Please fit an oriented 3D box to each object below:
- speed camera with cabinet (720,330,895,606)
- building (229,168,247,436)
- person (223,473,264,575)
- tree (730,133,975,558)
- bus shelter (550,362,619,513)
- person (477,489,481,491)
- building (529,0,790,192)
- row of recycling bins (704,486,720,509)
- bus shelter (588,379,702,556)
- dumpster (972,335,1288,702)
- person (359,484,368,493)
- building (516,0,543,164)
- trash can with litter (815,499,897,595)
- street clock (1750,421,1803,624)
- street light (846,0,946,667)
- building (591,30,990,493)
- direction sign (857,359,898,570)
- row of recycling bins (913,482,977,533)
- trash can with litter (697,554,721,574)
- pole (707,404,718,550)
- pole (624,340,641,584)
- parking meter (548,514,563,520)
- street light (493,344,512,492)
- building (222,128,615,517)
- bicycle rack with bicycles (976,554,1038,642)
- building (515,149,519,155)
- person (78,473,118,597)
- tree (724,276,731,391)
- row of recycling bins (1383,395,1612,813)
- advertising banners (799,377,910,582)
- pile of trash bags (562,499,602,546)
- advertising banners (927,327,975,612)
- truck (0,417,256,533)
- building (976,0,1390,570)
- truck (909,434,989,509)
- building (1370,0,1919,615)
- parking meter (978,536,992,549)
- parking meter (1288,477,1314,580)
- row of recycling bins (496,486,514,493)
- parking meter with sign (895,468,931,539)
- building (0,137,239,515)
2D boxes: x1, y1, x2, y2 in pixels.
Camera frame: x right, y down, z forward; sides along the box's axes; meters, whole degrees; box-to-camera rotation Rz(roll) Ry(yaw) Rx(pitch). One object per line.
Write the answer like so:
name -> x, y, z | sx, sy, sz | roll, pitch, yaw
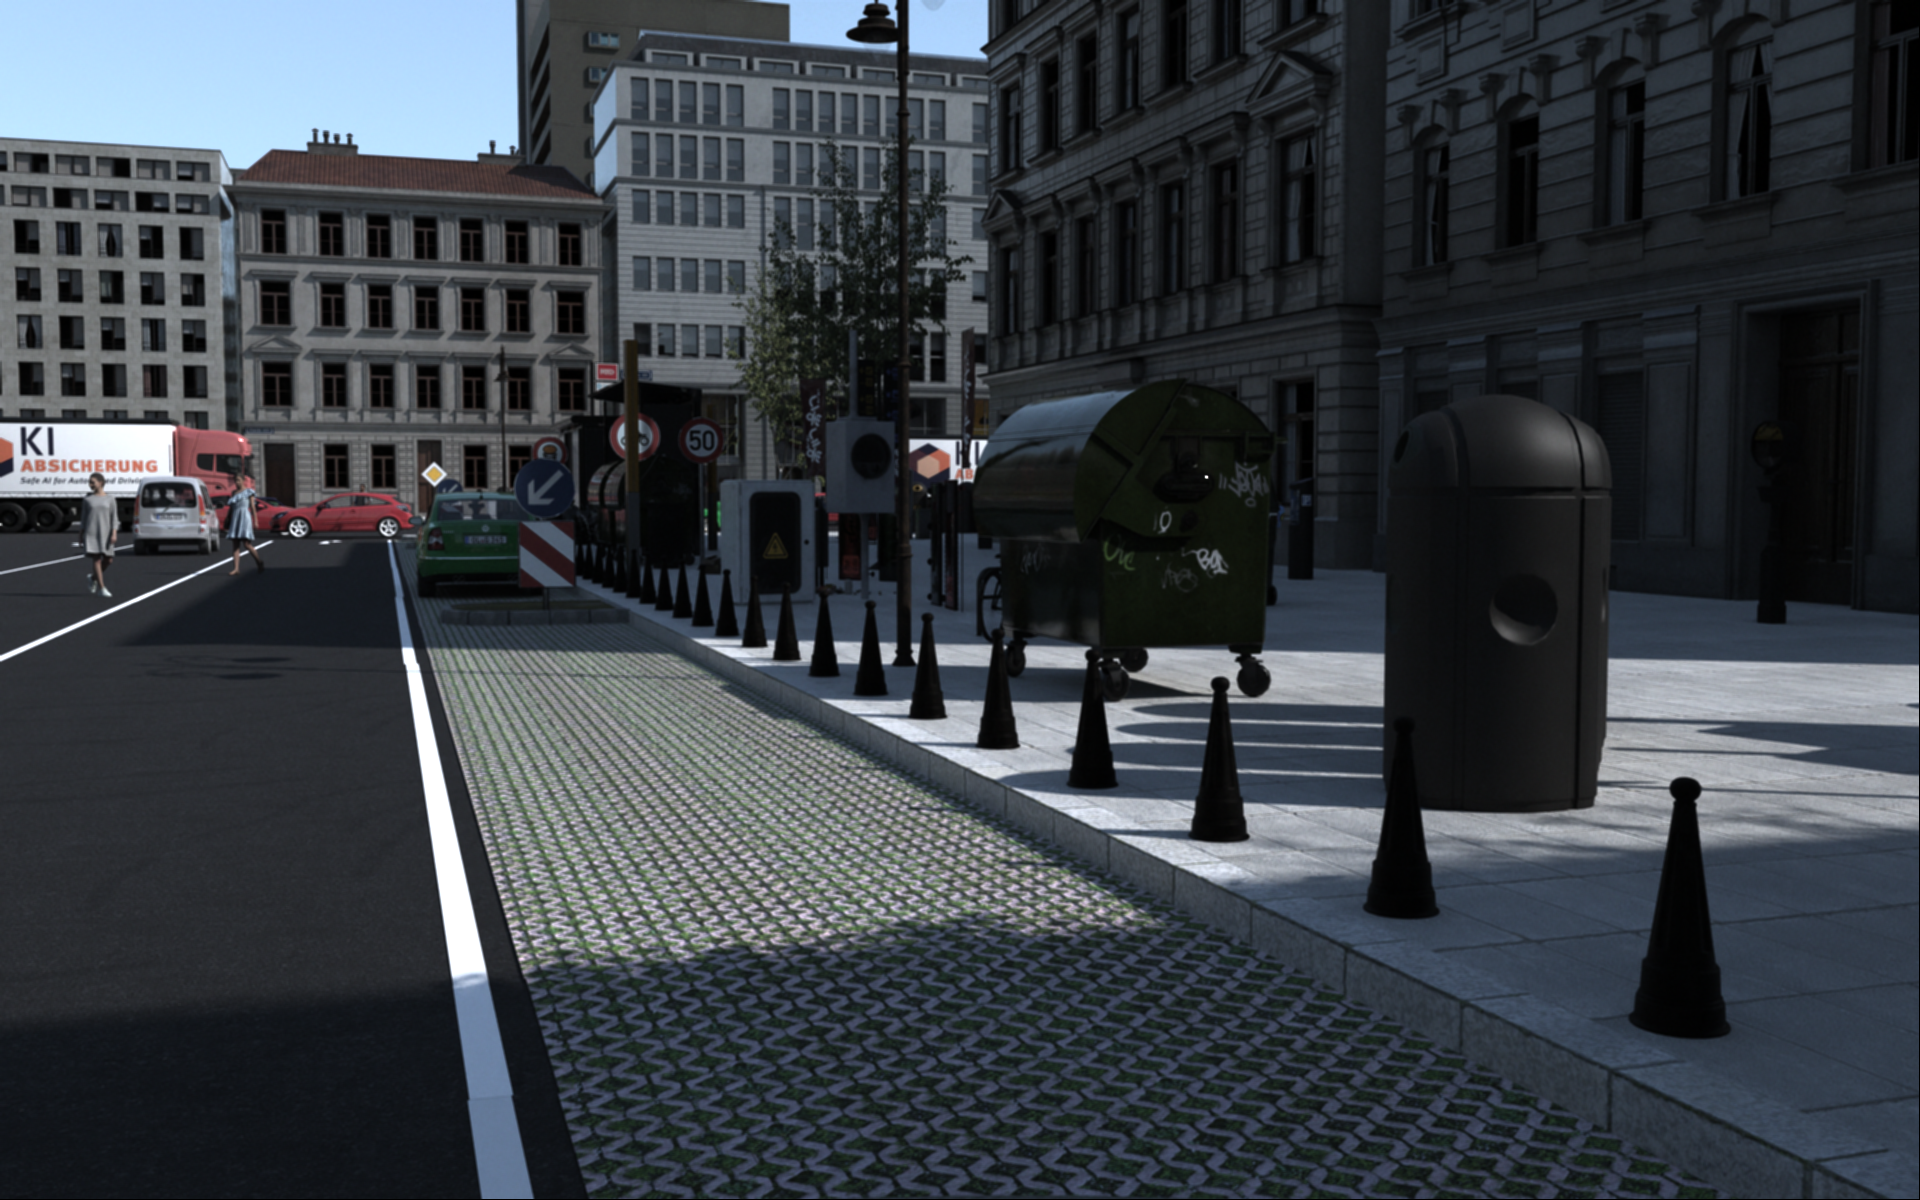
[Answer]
speed camera with cabinet -> -1.786, -1.599, 20.474 | 2.038, 3.252, 0.660 | -2, 4, -30
building -> -97.431, -38.949, 256.431 | 30.456, 49.044, 23.786 | -1, 4, -18
person -> -12.786, -1.359, 30.818 | 0.616, 1.811, 0.778 | 1, 4, 20
tree -> -1.842, -5.155, 34.650 | 4.737, 8.622, 4.395 | 0, 3, 0
bus shelter -> -10.644, -4.447, 50.339 | 2.179, 5.291, 8.768 | -1, 4, -18
person -> -20.792, -3.933, 74.272 | 0.566, 1.644, 0.517 | 1, 4, 16
building -> -28.382, -32.974, 162.827 | 21.300, 48.544, 21.600 | -1, 4, -18
row of recycling bins -> -13.517, -5.354, 94.647 | 1.069, 1.692, 3.534 | 3, 5, 43
bus shelter -> -7.059, -2.898, 38.659 | 1.731, 3.624, 6.357 | -1, 4, -18
dumpster -> 1.095, -0.551, 11.503 | 1.502, 2.255, 1.985 | -1, 4, -18
person -> -23.058, -3.548, 66.651 | 0.875, 1.805, 0.789 | 0, 4, 6
building -> -36.714, -39.449, 186.990 | 21.231, 58.520, 28.212 | -1, 4, -18
trash can with litter -> -1.818, -0.722, 22.863 | 1.678, 1.210, 2.233 | -1, 4, -13
street clock -> 8.059, -0.769, 17.140 | 0.358, 2.002, 0.471 | -1, 4, -15
street light -> -0.418, -2.446, 12.777 | 0.468, 5.910, 1.993 | -1, 4, -18
building -> -7.766, -20.411, 111.209 | 29.804, 29.767, 11.434 | -1, 4, -18
direction sign -> -1.366, -2.284, 29.346 | 0.876, 3.537, 0.379 | -3, 4, -36
row of recycling bins -> -0.211, -3.070, 57.301 | 3.534, 1.692, 1.069 | 1, 4, 22
trash can with litter -> -3.680, -0.998, 27.703 | 1.055, 1.170, 0.624 | 1, 4, 10
pole -> -5.641, -2.788, 39.421 | 0.158, 3.312, 0.155 | 0, 3, 0
pole -> -4.359, -1.784, 23.016 | 0.158, 3.312, 0.155 | 0, 3, 0
parking meter -> -8.965, -1.824, 38.233 | 0.372, 1.533, 0.369 | 0, 3, 0
street light -> -14.116, -4.940, 53.552 | 0.468, 5.910, 1.993 | -1, 4, -18
building -> -31.948, -16.346, 103.406 | 21.152, 22.565, 11.583 | -1, 4, -18
bicycle rack with bicycles -> 1.211, -0.140, 15.675 | 2.852, 0.926, 2.925 | 3, 5, 44
building -> -56.957, -41.728, 271.491 | 27.495, 52.752, 28.713 | -1, 4, -18
person -> -12.129, -0.922, 24.331 | 0.760, 1.731, 0.466 | 3, 4, 37
tree -> -5.529, -6.358, 54.311 | 4.737, 8.622, 4.395 | 0, 3, 0
row of recycling bins -> 2.704, -0.089, 8.566 | 1.069, 1.692, 3.534 | 1, 4, 18
advertising banners -> -1.589, -1.807, 25.724 | 2.074, 3.025, 0.090 | 2, 4, 35
pile of trash bags -> -8.615, -2.074, 43.657 | 3.447, 1.369, 1.912 | 2, 4, 29
advertising banners -> -0.101, -1.408, 19.215 | 0.090, 3.025, 2.074 | -1, 4, -13
truck -> -31.836, -4.653, 64.997 | 11.283, 4.237, 2.839 | -1, 4, -18
building -> 7.936, -10.652, 38.787 | 10.561, 19.102, 19.286 | -1, 4, -18
truck -> -1.019, -5.759, 83.067 | 11.283, 4.237, 2.839 | -1, 4, -20
building -> 14.049, -10.503, 20.867 | 9.793, 20.994, 18.267 | -1, 4, -18
parking meter -> 0.589, -2.129, 40.523 | 0.255, 1.863, 0.399 | 1, 4, 18
parking meter -> 5.136, -1.080, 26.069 | 0.372, 1.533, 0.369 | 0, 3, 0
row of recycling bins -> -22.937, -5.195, 92.045 | 3.534, 1.692, 1.069 | 0, 4, 4
parking meter with sign -> -1.698, -3.228, 49.041 | 1.738, 3.016, 0.543 | -2, 4, -24
building -> -49.968, -14.813, 96.948 | 16.860, 20.320, 10.420 | -1, 4, -18
